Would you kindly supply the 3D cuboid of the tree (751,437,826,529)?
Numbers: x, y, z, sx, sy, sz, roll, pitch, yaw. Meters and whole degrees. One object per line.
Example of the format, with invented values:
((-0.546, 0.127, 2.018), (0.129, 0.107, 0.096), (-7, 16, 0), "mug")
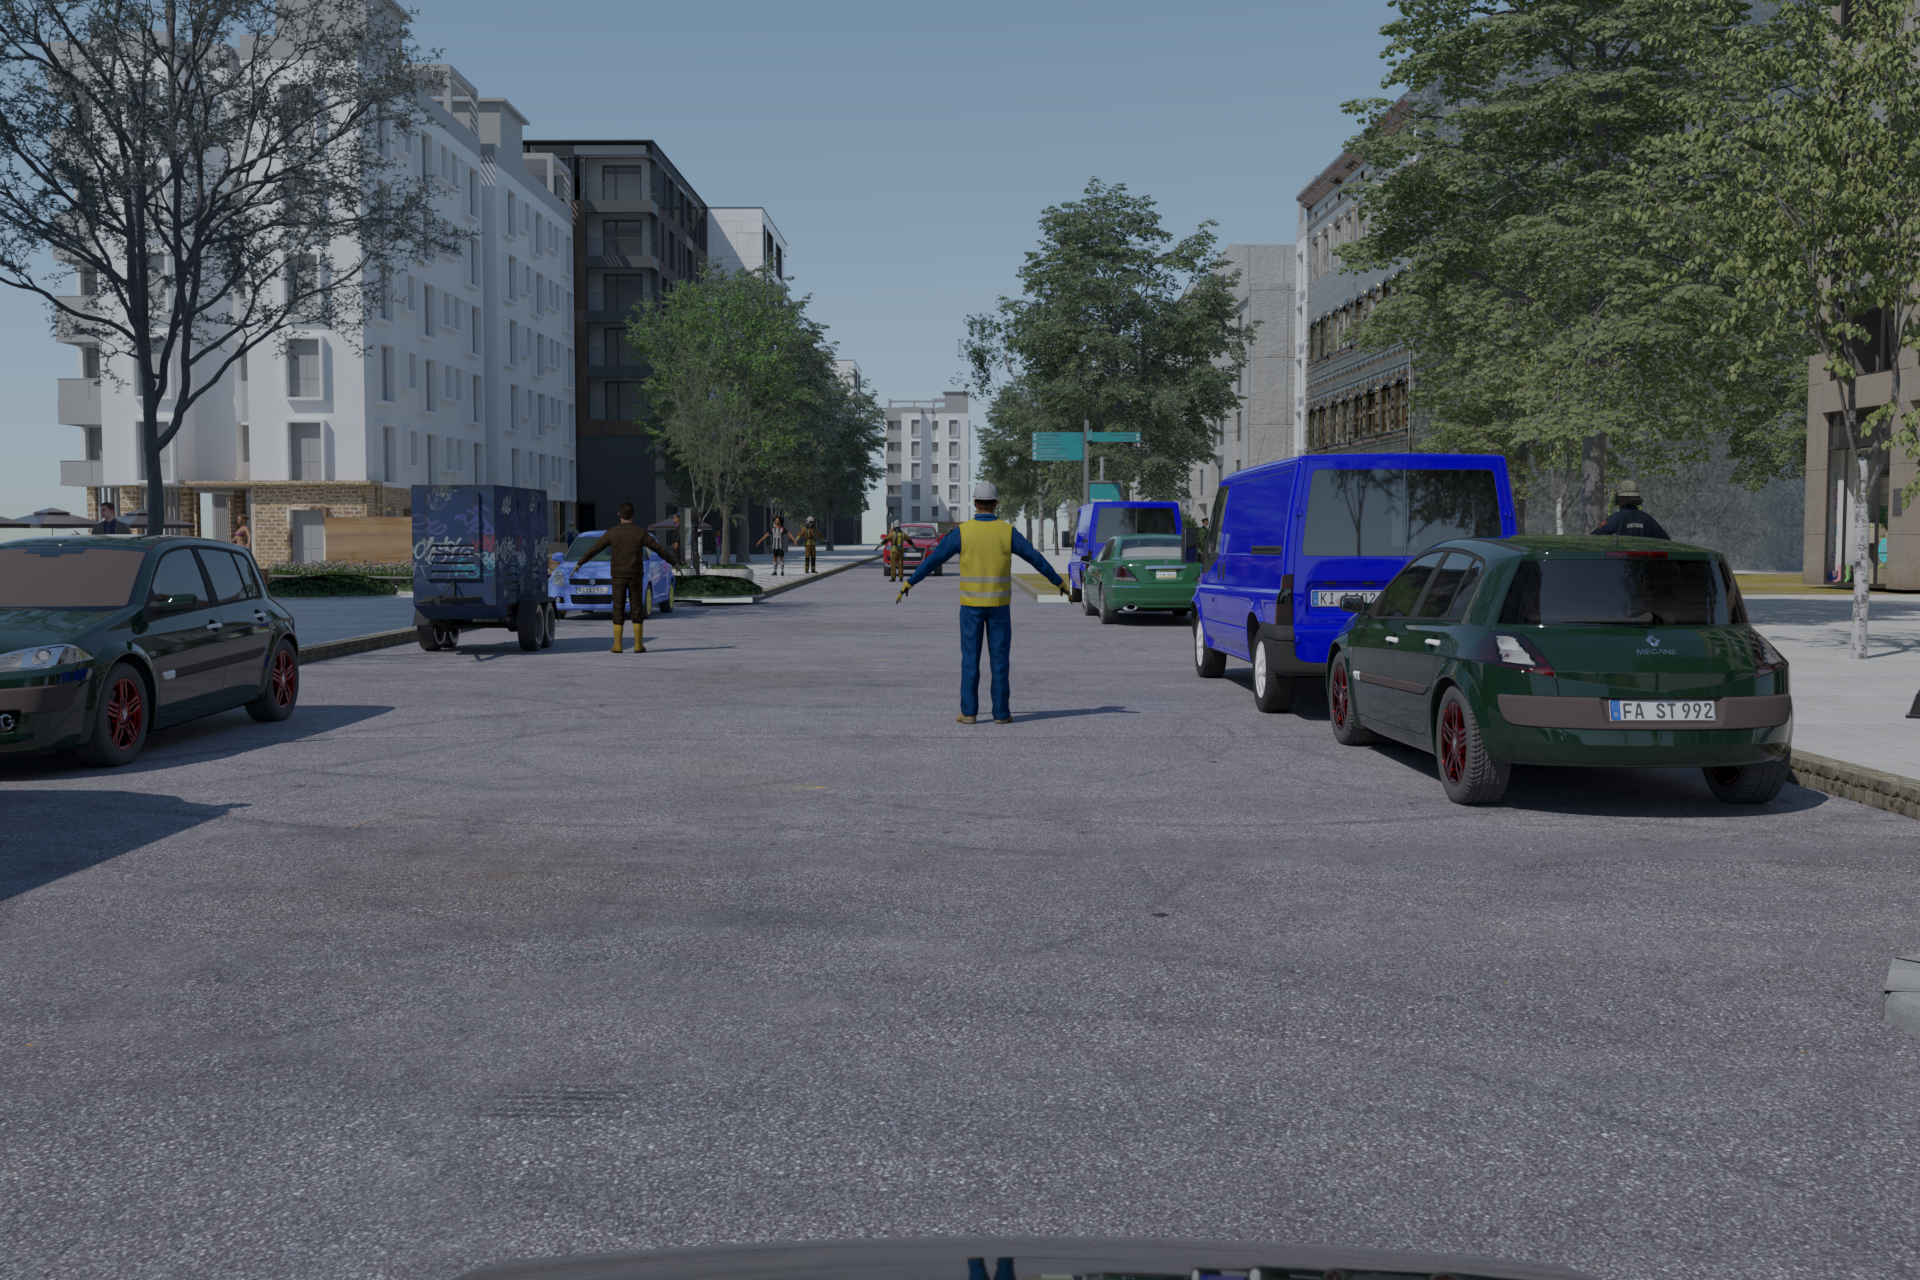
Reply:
((-9.067, -8.314, 86.304), (4.737, 8.622, 4.395), (0, 3, 0), "tree")

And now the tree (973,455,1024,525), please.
((5.386, -19.300, 233.687), (7.486, 12.596, 7.792), (0, 3, 0), "tree")

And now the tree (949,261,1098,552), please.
((5.460, -16.091, 118.973), (12.611, 20.169, 13.585), (0, 3, 0), "tree")

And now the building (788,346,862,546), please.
((-26.343, -21.832, 200.931), (27.936, 21.610, 32.646), (0, 4, 0), "building")

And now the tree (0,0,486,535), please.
((-12.275, -7.093, 26.343), (12.009, 13.543, 11.850), (0, 3, 0), "tree")

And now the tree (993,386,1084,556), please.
((5.449, -10.294, 102.718), (7.601, 10.594, 8.767), (-1, 4, -14), "tree")

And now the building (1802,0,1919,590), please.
((29.749, -13.478, 23.562), (19.350, 26.588, 34.151), (0, 4, 0), "building")

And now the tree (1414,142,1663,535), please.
((16.415, -8.034, 49.480), (7.486, 12.596, 7.792), (0, 3, 0), "tree")

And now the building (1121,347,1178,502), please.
((25.052, -18.244, 164.739), (16.747, 18.905, 31.486), (0, 4, -1), "building")

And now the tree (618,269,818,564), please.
((-9.513, -8.777, 69.265), (9.928, 11.665, 9.643), (0, 3, 0), "tree")

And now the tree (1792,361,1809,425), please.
((25.189, -5.883, 46.549), (4.360, 8.622, 3.978), (0, 3, 0), "tree")

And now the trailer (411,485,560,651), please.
((-5.865, -0.840, 20.783), (1.471, 1.999, 3.904), (0, 4, 0), "trailer")

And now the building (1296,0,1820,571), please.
((24.888, -14.562, 69.025), (19.493, 23.208, 18.063), (0, 4, -1), "building")

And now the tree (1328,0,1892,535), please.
((9.181, -6.540, 25.063), (7.486, 12.596, 7.792), (0, 3, 0), "tree")

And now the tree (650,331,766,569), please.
((-9.563, -6.900, 63.174), (4.360, 8.622, 3.978), (0, 3, 0), "tree")

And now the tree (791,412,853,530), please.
((-9.232, -9.354, 103.293), (4.360, 8.622, 3.978), (0, 3, 0), "tree")

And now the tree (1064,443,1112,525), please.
((5.915, -8.176, 84.045), (4.360, 8.622, 3.978), (0, 3, 0), "tree")

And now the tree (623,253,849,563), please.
((-9.903, -10.469, 77.823), (9.857, 13.997, 8.962), (0, 3, 0), "tree")

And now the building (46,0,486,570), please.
((-25.057, -12.474, 60.373), (16.016, 20.090, 11.380), (0, 3, 0), "building")

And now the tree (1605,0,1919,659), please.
((9.022, -4.104, 17.462), (4.737, 8.622, 4.395), (0, 3, 0), "tree")

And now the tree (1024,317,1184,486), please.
((6.228, -8.504, 73.454), (8.767, 10.594, 7.601), (2, 4, 31), "tree")

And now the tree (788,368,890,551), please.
((-10.057, -13.785, 132.041), (9.857, 13.997, 8.962), (0, 3, 0), "tree")

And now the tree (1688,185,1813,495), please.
((26.789, -8.339, 54.471), (7.486, 12.596, 7.792), (0, 3, 0), "tree")

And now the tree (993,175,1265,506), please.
((5.883, -9.473, 61.545), (9.857, 13.997, 8.962), (0, 3, 0), "tree")

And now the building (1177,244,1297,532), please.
((24.784, -15.170, 114.492), (16.747, 18.905, 31.486), (0, 4, 0), "building")

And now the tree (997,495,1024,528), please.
((6.914, -16.937, 227.275), (4.737, 8.622, 4.395), (0, 3, 0), "tree")

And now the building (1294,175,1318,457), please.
((23.209, -14.450, 92.672), (16.016, 20.090, 11.380), (0, 4, -1), "building")

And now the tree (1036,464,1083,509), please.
((6.285, -8.577, 90.600), (4.737, 8.622, 4.395), (0, 3, 0), "tree")

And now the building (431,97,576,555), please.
((-24.709, -13.462, 76.529), (16.016, 20.090, 11.380), (0, 4, -1), "building")

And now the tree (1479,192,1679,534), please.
((13.078, -5.317, 37.288), (4.737, 8.622, 4.395), (0, 3, 0), "tree")

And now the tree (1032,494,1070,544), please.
((12.894, -18.286, 233.390), (7.601, 10.594, 8.767), (0, 4, 5), "tree")

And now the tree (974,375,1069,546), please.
((5.548, -14.113, 137.397), (9.857, 13.997, 8.962), (0, 3, 0), "tree")

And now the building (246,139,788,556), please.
((-26.265, -16.053, 106.443), (27.936, 21.610, 32.646), (0, 4, 1), "building")

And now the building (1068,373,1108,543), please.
((21.980, -22.181, 193.590), (19.493, 23.208, 18.063), (0, 3, 0), "building")
